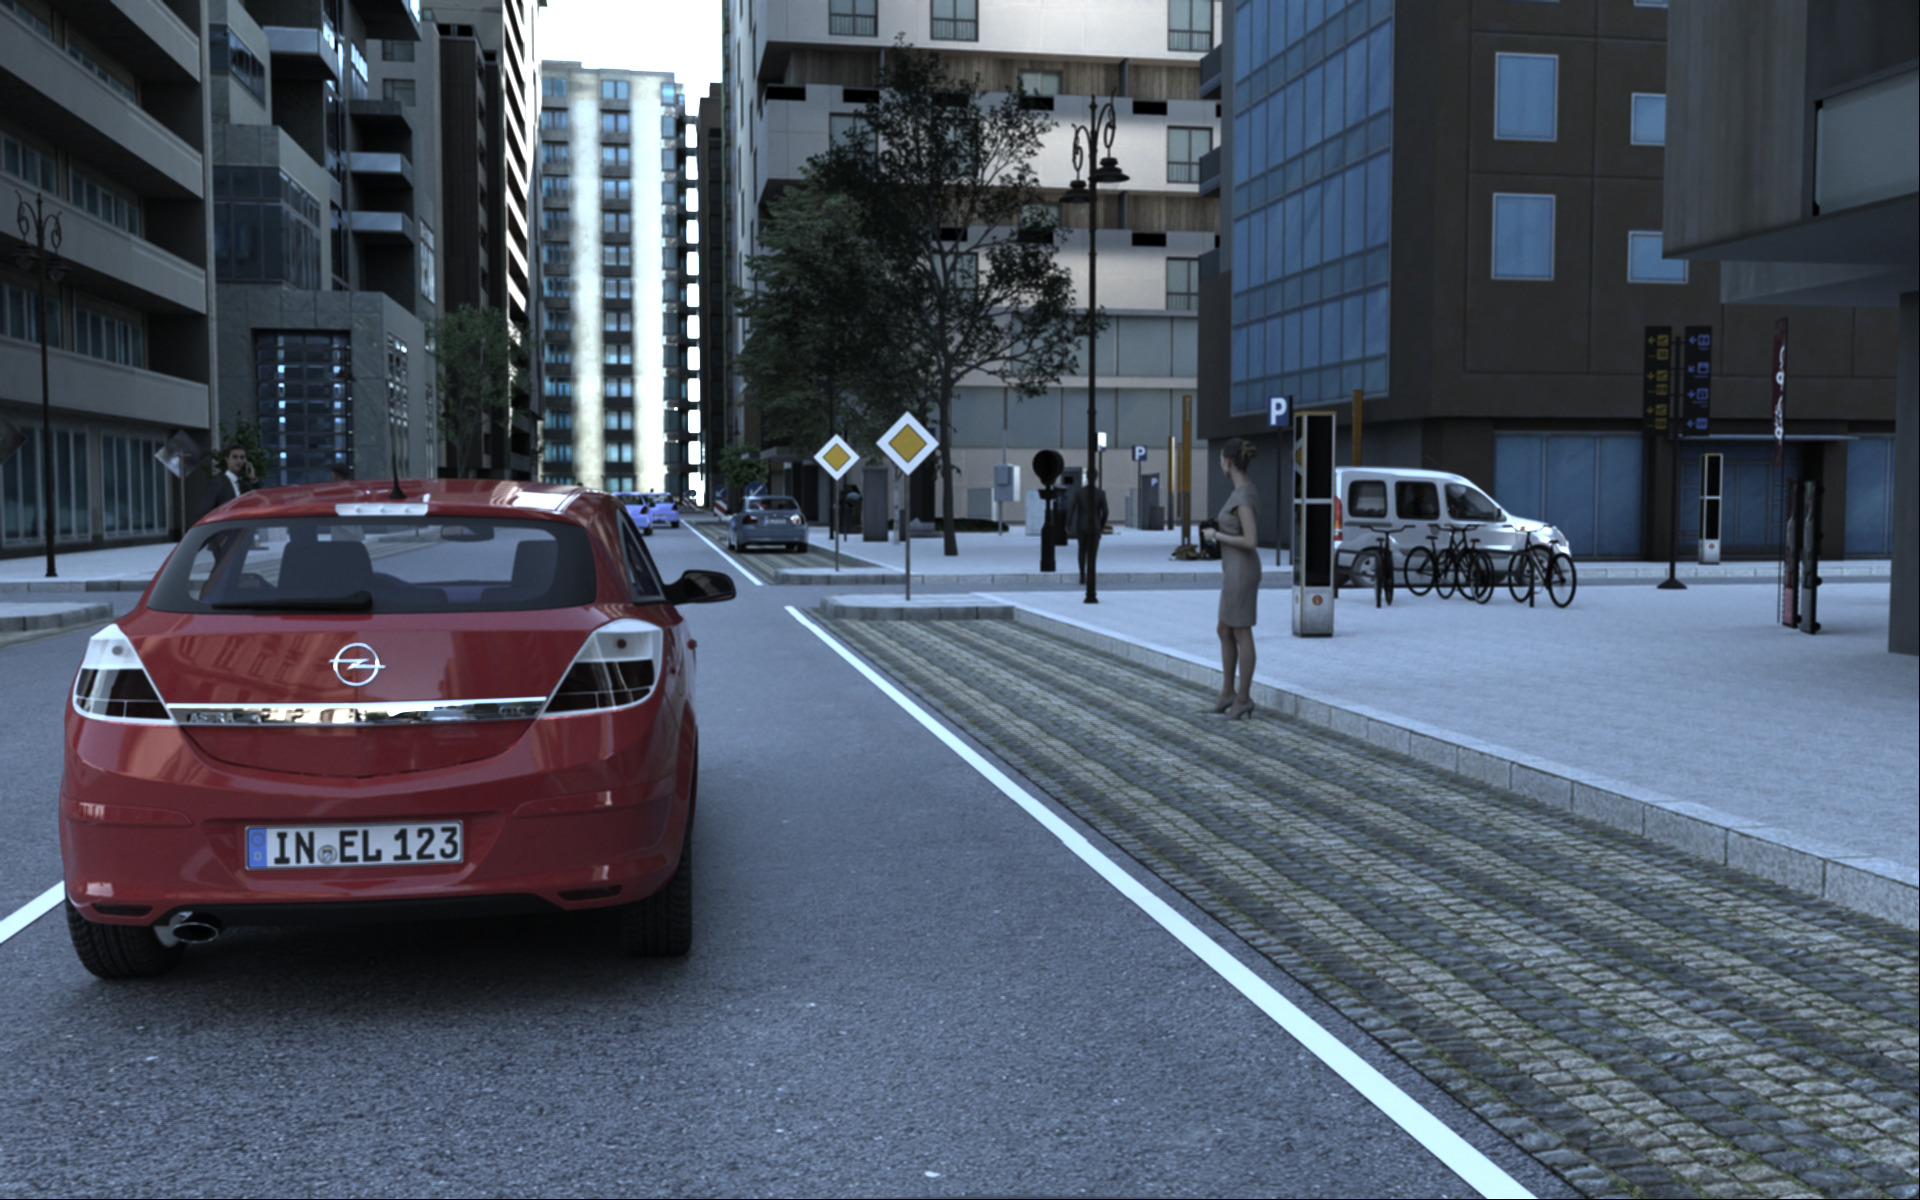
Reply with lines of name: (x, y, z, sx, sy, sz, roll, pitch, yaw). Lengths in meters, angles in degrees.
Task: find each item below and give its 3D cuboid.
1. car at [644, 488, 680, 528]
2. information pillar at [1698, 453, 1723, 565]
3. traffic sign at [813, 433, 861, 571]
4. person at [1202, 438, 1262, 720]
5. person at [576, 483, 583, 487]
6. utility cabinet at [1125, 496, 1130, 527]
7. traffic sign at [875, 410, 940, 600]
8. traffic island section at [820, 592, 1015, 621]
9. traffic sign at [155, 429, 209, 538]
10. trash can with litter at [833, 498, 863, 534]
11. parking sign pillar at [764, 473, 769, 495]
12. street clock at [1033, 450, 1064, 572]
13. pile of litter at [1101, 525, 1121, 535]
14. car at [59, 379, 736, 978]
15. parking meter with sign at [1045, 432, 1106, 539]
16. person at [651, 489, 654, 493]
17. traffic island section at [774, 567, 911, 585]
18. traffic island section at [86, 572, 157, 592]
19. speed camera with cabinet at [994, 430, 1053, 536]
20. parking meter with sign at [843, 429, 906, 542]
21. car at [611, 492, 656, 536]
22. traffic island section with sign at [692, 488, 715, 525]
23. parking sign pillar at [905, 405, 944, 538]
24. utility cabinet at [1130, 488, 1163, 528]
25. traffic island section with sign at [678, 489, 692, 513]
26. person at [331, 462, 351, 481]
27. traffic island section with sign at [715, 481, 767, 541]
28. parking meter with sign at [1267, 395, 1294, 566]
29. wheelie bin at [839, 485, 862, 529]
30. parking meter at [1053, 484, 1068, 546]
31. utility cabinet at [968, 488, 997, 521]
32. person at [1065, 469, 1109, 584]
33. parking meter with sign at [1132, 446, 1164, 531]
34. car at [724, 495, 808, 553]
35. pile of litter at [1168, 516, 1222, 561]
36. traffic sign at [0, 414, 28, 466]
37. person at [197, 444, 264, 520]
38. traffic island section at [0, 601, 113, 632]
car: (-12.925, -3.943, 74.064, 1.945, 1.707, 3.694, -1, 4, -12)
information pillar: (13.631, -1.649, 31.461, 0.304, 2.012, 0.304, 0, 4, 8)
traffic sign: (-2.042, -1.532, 28.691, 0.795, 2.450, 0.064, -1, 4, -10)
person: (1.712, -0.128, 10.932, 0.374, 1.781, 0.599, 0, 4, 7)
person: (-12.078, -2.830, 55.014, 0.529, 1.795, 0.600, 0, 4, 5)
utility cabinet: (6.885, -3.394, 66.652, 1.020, 1.237, 0.306, -1, 4, -14)
traffic sign: (-0.632, -1.051, 20.831, 0.795, 2.450, 0.064, -1, 4, -10)
traffic island section: (-0.610, 0.084, 20.912, 2.009, 0.180, 2.903, -1, 4, -10)
traffic sign: (-12.080, -1.424, 26.918, 0.795, 2.450, 0.064, -1, 4, -10)
trash can with litter: (-3.543, -2.706, 55.628, 1.055, 1.170, 0.624, -3, 5, -44)
parking sign pillar: (-11.486, -6.954, 102.166, 1.447, 3.967, 1.447, -1, 4, -14)
street clock: (1.454, -1.468, 28.578, 0.471, 2.002, 0.358, 2, 4, 31)
pile of litter: (4.384, -2.522, 55.204, 1.719, 0.858, 1.176, -1, 4, -20)
car: (-1.939, 0.142, 6.716, 2.155, 1.783, 4.494, -1, 4, -9)
parking meter with sign: (3.265, -3.260, 49.562, 1.738, 3.016, 0.543, 2, 4, 30)
person: (-21.288, -6.799, 119.687, 0.705, 1.821, 1.348, -2, 4, -27)
traffic island section: (-2.020, -0.397, 28.772, 2.009, 0.180, 2.903, -1, 4, -10)
traffic island section: (-12.102, -0.287, 26.975, 2.009, 0.180, 2.903, -1, 4, -10)
speed camera with cabinet: (2.087, -3.620, 53.528, 2.038, 3.252, 0.660, 2, 4, 24)
parking meter with sign: (-2.283, -3.096, 46.881, 1.738, 3.016, 0.543, 0, 4, -7)
car: (-11.689, -3.135, 60.841, 1.945, 1.707, 3.694, -1, 4, -8)
traffic island section with sign: (-11.223, -4.368, 80.038, 1.989, 1.847, 2.006, -1, 4, -10)
parking sign pillar: (-1.185, -3.825, 51.008, 1.447, 3.967, 1.447, -2, 4, -25)
utility cabinet: (6.962, -3.430, 64.756, 1.173, 1.500, 0.318, -1, 4, -11)
traffic island section with sign: (-19.999, -7.358, 128.933, 1.989, 1.847, 2.006, -1, 4, -10)
person: (-7.271, -0.713, 20.342, 0.466, 1.800, 0.511, 0, 4, 2)
traffic island section with sign: (-6.421, -2.732, 53.302, 1.989, 1.847, 2.006, -1, 4, -10)
parking meter with sign: (6.359, -2.140, 31.242, 1.738, 3.016, 0.543, -2, 4, -34)
wheelie bin: (-3.630, -3.021, 57.302, 0.980, 1.594, 0.693, 3, 5, 44)
parking meter: (2.498, -2.125, 43.162, 0.372, 1.533, 0.369, 0, 3, 0)
utility cabinet: (0.829, -3.421, 64.618, 1.173, 1.500, 0.318, 3, 5, 40)
person: (2.024, -1.167, 27.357, 0.659, 1.850, 0.755, 1, 4, 10)
parking meter with sign: (6.739, -3.991, 61.517, 0.543, 3.016, 1.738, -1, 4, -20)
car: (-4.817, -1.904, 43.139, 2.014, 1.417, 4.499, -1, 4, -11)
pile of litter: (4.653, -1.223, 33.968, 1.719, 0.858, 1.176, -3, 5, -42)
traffic sign: (-10.670, -0.943, 19.057, 0.795, 2.450, 0.064, -1, 4, -10)
person: (-6.765, -0.510, 16.203, 0.474, 1.900, 0.648, 0, 4, 5)
traffic island section: (-10.692, 0.194, 19.115, 2.009, 0.180, 2.903, -1, 4, -10)
